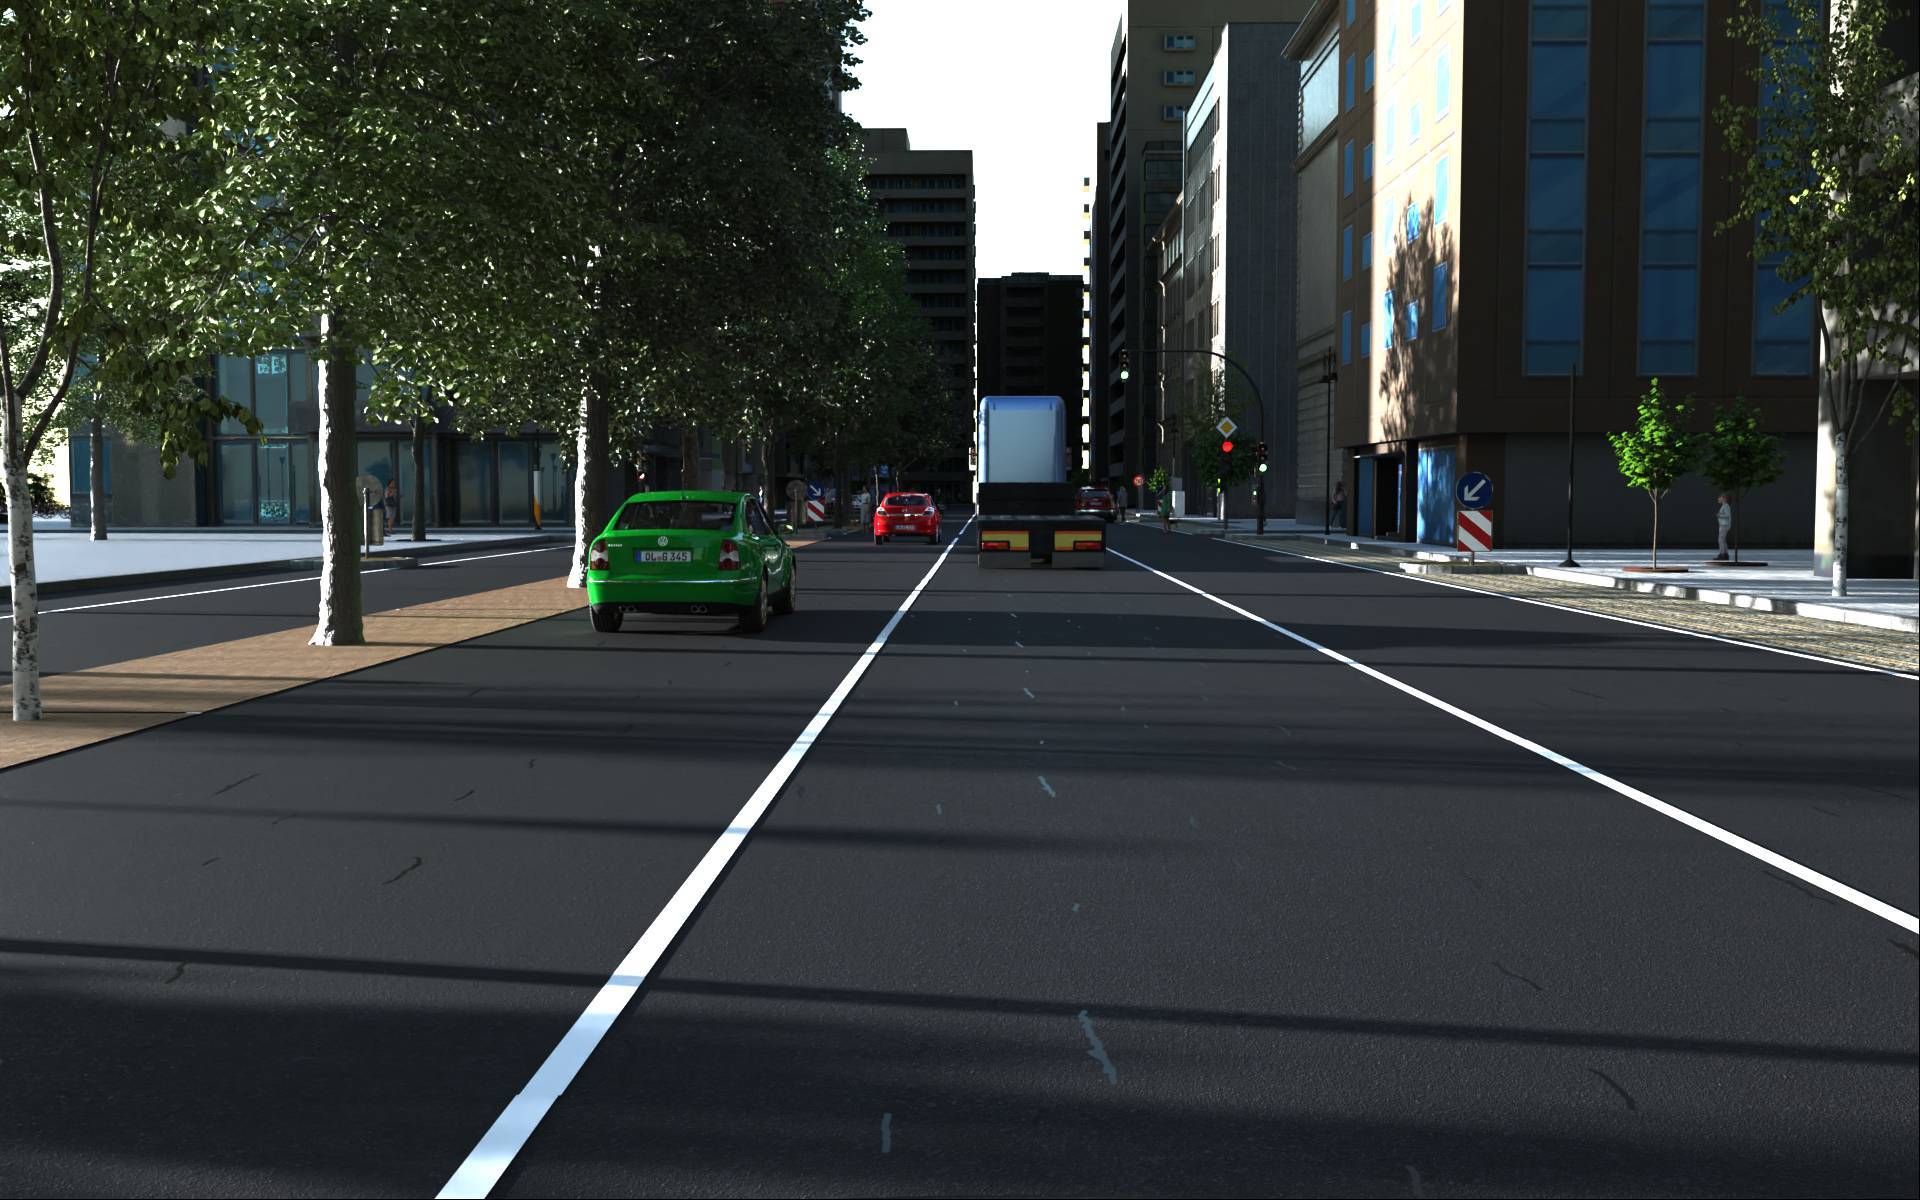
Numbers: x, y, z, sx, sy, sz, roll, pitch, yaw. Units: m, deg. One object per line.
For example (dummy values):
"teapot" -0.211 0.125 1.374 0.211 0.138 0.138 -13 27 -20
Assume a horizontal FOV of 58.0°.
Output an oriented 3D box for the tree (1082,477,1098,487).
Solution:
"tree" 14.382 -11.949 189.970 1.663 3.219 1.824 0 3 0

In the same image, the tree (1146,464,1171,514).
"tree" 12.792 -7.130 111.175 1.663 3.219 1.824 0 3 0

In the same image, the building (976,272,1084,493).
"building" 9.073 -27.937 228.476 14.107 30.474 14.160 0 4 1

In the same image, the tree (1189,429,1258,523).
"tree" 11.849 -5.740 77.564 4.285 4.588 4.351 0 3 0

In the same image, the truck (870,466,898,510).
"truck" -6.474 -10.337 158.775 2.967 4.110 18.799 0 4 3

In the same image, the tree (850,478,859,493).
"tree" -11.758 -11.552 183.478 1.663 3.219 1.824 0 3 0

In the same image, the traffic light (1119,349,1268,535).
"traffic light" 7.372 -4.885 54.540 4.771 5.953 1.251 0 4 1

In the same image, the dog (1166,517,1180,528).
"dog" 8.805 -3.217 71.879 0.540 0.507 0.406 -2 4 -31

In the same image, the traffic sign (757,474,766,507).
"traffic sign" -12.458 -6.684 109.394 0.768 2.556 0.104 0 4 5

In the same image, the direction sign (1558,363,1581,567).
"direction sign" 10.723 -2.347 30.371 0.379 3.537 0.876 1 4 22

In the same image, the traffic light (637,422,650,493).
"traffic light" -9.462 -5.401 62.978 4.771 5.953 1.251 0 4 1

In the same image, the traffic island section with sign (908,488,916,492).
"traffic island section with sign" -3.854 -7.930 137.786 2.006 1.907 1.989 0 4 1

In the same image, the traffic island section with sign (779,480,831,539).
"traffic island section with sign" -5.289 -2.882 55.253 2.006 1.907 1.989 0 4 1

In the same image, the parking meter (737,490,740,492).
"parking meter" -12.628 -5.572 99.506 0.372 1.533 0.369 0 3 0

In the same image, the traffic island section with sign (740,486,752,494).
"traffic island section with sign" -10.837 -4.837 87.709 1.989 1.847 2.006 0 4 1

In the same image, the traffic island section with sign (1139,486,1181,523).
"traffic island section with sign" 10.083 -4.814 87.337 1.989 1.847 2.006 0 4 1

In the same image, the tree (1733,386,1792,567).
"tree" 13.831 -2.229 31.047 1.663 3.219 1.824 0 3 0

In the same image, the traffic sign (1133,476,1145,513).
"traffic sign" 12.296 -7.271 118.991 0.768 2.556 0.104 0 4 4

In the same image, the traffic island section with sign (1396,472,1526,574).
"traffic island section with sign" 9.113 -1.416 31.775 1.989 1.847 2.006 0 4 1

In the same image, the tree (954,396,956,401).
"tree" -4.739 -8.552 68.044 9.928 11.665 9.643 0 3 0

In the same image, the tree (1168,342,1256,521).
"tree" 12.222 -8.111 82.976 4.737 8.622 4.395 0 3 0

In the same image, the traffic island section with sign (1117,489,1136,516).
"traffic island section with sign" 10.539 -6.462 114.288 1.989 1.847 2.006 0 4 1

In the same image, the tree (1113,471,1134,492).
"tree" 13.683 -9.304 146.725 1.663 3.219 1.824 0 3 0

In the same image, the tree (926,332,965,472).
"tree" -4.614 -10.153 85.468 9.611 12.733 9.660 0 3 0

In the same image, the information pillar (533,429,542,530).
"information pillar" -15.205 -4.335 62.234 0.183 3.616 0.504 -2 4 -29

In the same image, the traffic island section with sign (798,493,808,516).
"traffic island section with sign" -10.368 -6.487 114.688 1.989 1.847 2.006 0 4 1

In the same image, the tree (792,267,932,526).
"tree" -5.137 -9.555 76.814 7.486 12.596 7.792 0 3 0

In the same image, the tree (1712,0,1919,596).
"tree" 11.085 -4.340 21.320 4.737 8.622 4.395 0 3 0

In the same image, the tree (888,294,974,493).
"tree" -4.216 -11.749 104.927 12.009 13.543 11.850 0 3 0

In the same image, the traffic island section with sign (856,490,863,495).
"traffic island section with sign" -9.501 -9.555 164.853 1.989 1.847 2.006 0 4 1

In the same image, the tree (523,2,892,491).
"tree" -5.807 -7.201 37.203 9.611 12.733 9.660 0 3 0

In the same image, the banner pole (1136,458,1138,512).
"banner pole" 12.385 -8.023 121.193 0.401 3.779 0.863 1 4 12

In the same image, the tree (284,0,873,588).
"tree" -5.688 -7.170 26.338 9.857 13.997 8.962 0 3 0

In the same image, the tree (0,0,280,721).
"tree" -5.853 -3.524 10.442 4.737 8.622 4.395 0 3 0

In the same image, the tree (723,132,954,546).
"tree" -5.151 -7.270 47.076 9.928 11.665 9.643 0 3 0

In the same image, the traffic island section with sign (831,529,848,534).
"traffic island section with sign" -5.150 -3.335 62.659 2.006 1.907 1.989 0 4 1

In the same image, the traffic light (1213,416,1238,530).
"traffic light" 9.604 -4.508 62.629 0.839 4.253 0.868 0 4 1

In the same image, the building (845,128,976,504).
"building" -8.706 -37.229 232.396 21.600 48.544 21.300 0 4 1

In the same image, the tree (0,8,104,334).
"tree" -15.056 -5.322 21.424 7.601 10.594 8.767 1 4 13

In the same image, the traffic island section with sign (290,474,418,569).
"traffic island section with sign" -11.777 -1.547 33.928 1.989 1.847 2.006 0 4 1

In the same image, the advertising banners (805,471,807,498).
"advertising banners" -11.916 -8.304 131.953 0.090 3.025 2.074 1 4 11

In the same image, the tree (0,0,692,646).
"tree" -5.990 -5.868 16.525 7.486 12.596 7.792 0 3 0

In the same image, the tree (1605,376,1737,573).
"tree" 11.460 -2.088 28.733 1.663 3.219 1.824 0 3 0

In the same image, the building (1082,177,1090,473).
"building" 31.643 -37.563 233.757 30.456 49.044 23.786 0 4 1

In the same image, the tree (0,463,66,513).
"tree" -68.294 -12.978 114.005 13.155 14.587 18.604 0 4 -6

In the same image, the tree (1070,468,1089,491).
"tree" 15.197 -14.179 215.541 4.285 4.588 4.351 0 3 0

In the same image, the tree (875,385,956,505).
"tree" -4.352 -9.634 94.391 8.767 10.594 7.601 0 4 1

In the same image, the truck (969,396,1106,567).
"truck" 1.649 -3.185 41.827 2.967 4.110 18.799 0 4 1

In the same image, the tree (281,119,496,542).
"tree" -14.620 -7.404 46.810 9.928 11.665 9.643 0 3 0
